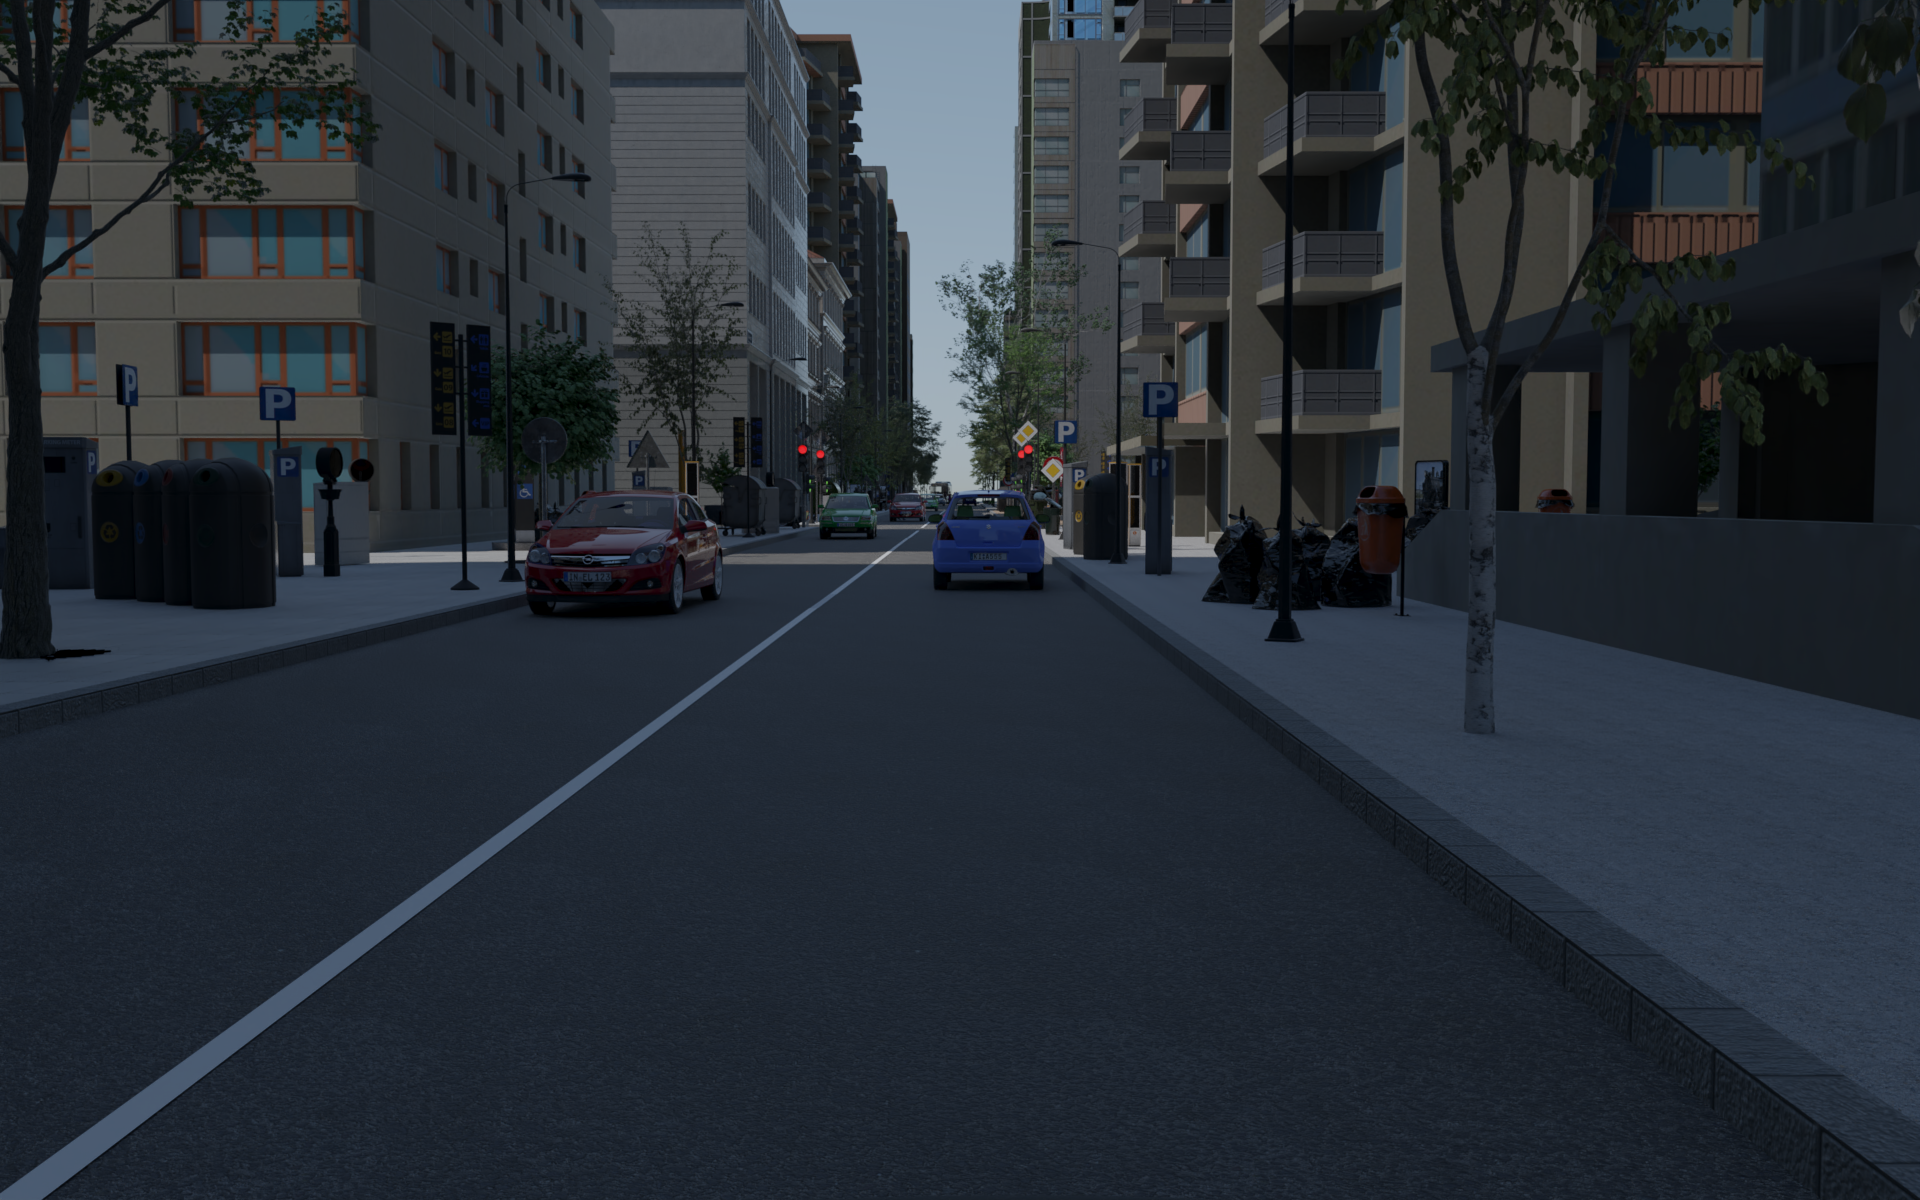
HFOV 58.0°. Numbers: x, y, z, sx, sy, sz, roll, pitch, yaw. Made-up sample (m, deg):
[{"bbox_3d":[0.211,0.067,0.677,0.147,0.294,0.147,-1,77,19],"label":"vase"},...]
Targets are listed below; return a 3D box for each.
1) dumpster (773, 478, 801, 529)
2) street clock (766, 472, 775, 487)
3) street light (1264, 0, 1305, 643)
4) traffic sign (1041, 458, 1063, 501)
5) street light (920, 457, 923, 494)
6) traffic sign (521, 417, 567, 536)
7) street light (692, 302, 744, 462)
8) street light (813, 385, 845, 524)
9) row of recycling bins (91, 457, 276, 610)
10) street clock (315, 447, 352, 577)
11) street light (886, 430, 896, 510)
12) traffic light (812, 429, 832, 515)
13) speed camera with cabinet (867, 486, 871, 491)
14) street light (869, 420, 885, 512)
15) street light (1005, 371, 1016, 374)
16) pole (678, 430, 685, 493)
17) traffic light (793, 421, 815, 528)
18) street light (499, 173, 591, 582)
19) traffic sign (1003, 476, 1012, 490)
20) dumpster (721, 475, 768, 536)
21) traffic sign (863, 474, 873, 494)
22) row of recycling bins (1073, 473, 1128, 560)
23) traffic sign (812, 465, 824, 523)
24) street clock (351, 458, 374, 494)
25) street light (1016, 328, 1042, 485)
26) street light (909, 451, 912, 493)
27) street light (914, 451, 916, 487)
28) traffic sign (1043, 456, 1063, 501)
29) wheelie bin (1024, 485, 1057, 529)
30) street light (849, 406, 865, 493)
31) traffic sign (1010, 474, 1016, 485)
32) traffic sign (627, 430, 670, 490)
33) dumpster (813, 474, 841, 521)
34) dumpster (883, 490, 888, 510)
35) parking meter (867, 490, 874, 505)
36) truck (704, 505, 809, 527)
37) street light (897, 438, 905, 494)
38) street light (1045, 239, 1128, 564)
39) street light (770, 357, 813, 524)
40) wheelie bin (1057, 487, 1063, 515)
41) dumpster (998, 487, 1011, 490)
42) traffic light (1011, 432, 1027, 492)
[{"bbox_3d":[-6.550,-3.554,63.859,1.264,1.857,1.865,0,3,0],"label":"dumpster"},{"bbox_3d":[-6.183,-3.174,56.470,0.358,2.002,0.471,0,4,3],"label":"street clock"},{"bbox_3d":[2.294,-2.595,14.966,1.470,5.913,1.316,0,4,0],"label":"street light"},{"bbox_3d":[2.997,-3.344,55.861,0.795,2.450,0.064,0,4,3],"label":"traffic sign"},{"bbox_3d":[-5.318,-14.018,201.734,1.470,5.913,1.316,0,4,0],"label":"street light"},{"bbox_3d":[-6.915,-1.756,28.815,0.768,2.556,0.104,0,4,2],"label":"traffic sign"},{"bbox_3d":[-5.913,-4.247,41.984,1.470,5.913,1.316,0,4,0],"label":"street light"},{"bbox_3d":[-5.830,-6.216,74.180,1.470,5.913,1.316,0,4,0],"label":"street light"},{"bbox_3d":[-9.205,-0.820,20.520,3.534,1.692,1.069,3,5,42],"label":"row of recycling bins"},{"bbox_3d":[-9.777,-1.366,26.903,0.358,2.002,0.471,0,4,6],"label":"street clock"},{"bbox_3d":[-5.557,-9.350,125.414,1.470,5.913,1.316,0,4,0],"label":"street light"},{"bbox_3d":[-5.941,-5.221,74.283,0.839,4.253,0.868,0,4,0],"label":"traffic light"},{"bbox_3d":[-7.419,-9.100,143.121,0.660,3.252,2.038,1,4,18],"label":"speed camera with cabinet"},{"bbox_3d":[-5.648,-8.324,108.631,1.470,5.913,1.316,0,4,0],"label":"street light"},{"bbox_3d":[2.418,-5.692,65.604,1.470,5.913,1.316,0,4,0],"label":"street light"},{"bbox_3d":[-8.854,-3.749,55.144,0.158,3.312,0.155,0,3,0],"label":"pole"},{"bbox_3d":[-5.974,-4.733,66.298,0.839,4.253,0.868,0,4,0],"label":"traffic light"},{"bbox_3d":[-6.028,-3.221,25.201,1.470,5.913,1.316,0,4,0],"label":"street light"},{"bbox_3d":[3.153,-6.839,111.917,0.768,2.556,0.104,1,4,10],"label":"traffic sign"},{"bbox_3d":[-6.648,-2.908,53.310,1.264,1.857,1.865,0,3,0],"label":"dumpster"},{"bbox_3d":[-6.022,-6.827,111.626,0.884,2.594,0.081,0,4,7],"label":"traffic sign"},{"bbox_3d":[2.893,-1.724,35.307,1.069,1.692,3.534,0,3,0],"label":"row of recycling bins"},{"bbox_3d":[-6.331,-4.681,76.537,0.884,2.594,0.081,0,4,3],"label":"traffic sign"},{"bbox_3d":[-12.180,-1.878,35.271,0.471,2.002,0.358,-2,4,-30],"label":"street clock"},{"bbox_3d":[2.396,-4.649,48.545,1.470,5.913,1.316,0,4,0],"label":"street light"},{"bbox_3d":[-5.511,-11.965,168.168,1.470,5.913,1.316,0,4,0],"label":"street light"},{"bbox_3d":[-5.372,-12.991,184.951,1.470,5.913,1.316,0,4,0],"label":"street light"},{"bbox_3d":[3.156,-3.547,58.095,0.768,2.556,0.104,1,4,9],"label":"traffic sign"},{"bbox_3d":[2.904,-3.397,63.454,0.693,1.594,0.980,-2,4,-27],"label":"wheelie bin"},{"bbox_3d":[-5.767,-7.297,91.848,1.470,5.913,1.316,0,4,0],"label":"street light"},{"bbox_3d":[3.132,-5.794,94.840,0.768,2.556,0.104,1,4,9],"label":"traffic sign"},{"bbox_3d":[-6.351,-2.157,35.267,0.884,2.594,0.081,0,4,2],"label":"traffic sign"},{"bbox_3d":[-6.406,-4.837,81.583,1.502,2.255,1.985,0,4,0],"label":"dumpster"},{"bbox_3d":[-6.255,-7.885,134.680,1.264,1.857,1.865,0,4,0],"label":"dumpster"},{"bbox_3d":[-5.813,-6.398,113.014,0.372,1.533,0.369,0,3,0],"label":"parking meter"},{"bbox_3d":[-15.681,-4.966,70.952,18.799,4.110,2.967,0,4,1],"label":"truck"},{"bbox_3d":[-5.505,-10.383,142.309,1.470,5.913,1.316,0,4,0],"label":"street light"},{"bbox_3d":[2.368,-3.621,31.749,1.470,5.913,1.316,0,4,0],"label":"street light"},{"bbox_3d":[-5.888,-5.283,58.912,1.470,5.913,1.316,0,4,0],"label":"street light"},{"bbox_3d":[3.926,-4.096,74.874,0.980,1.594,0.693,0,4,-7],"label":"wheelie bin"},{"bbox_3d":[3.410,-7.765,132.722,1.264,1.857,1.865,0,4,0],"label":"dumpster"},{"bbox_3d":[2.620,-5.220,74.264,0.839,4.253,0.868,0,4,0],"label":"traffic light"}]
